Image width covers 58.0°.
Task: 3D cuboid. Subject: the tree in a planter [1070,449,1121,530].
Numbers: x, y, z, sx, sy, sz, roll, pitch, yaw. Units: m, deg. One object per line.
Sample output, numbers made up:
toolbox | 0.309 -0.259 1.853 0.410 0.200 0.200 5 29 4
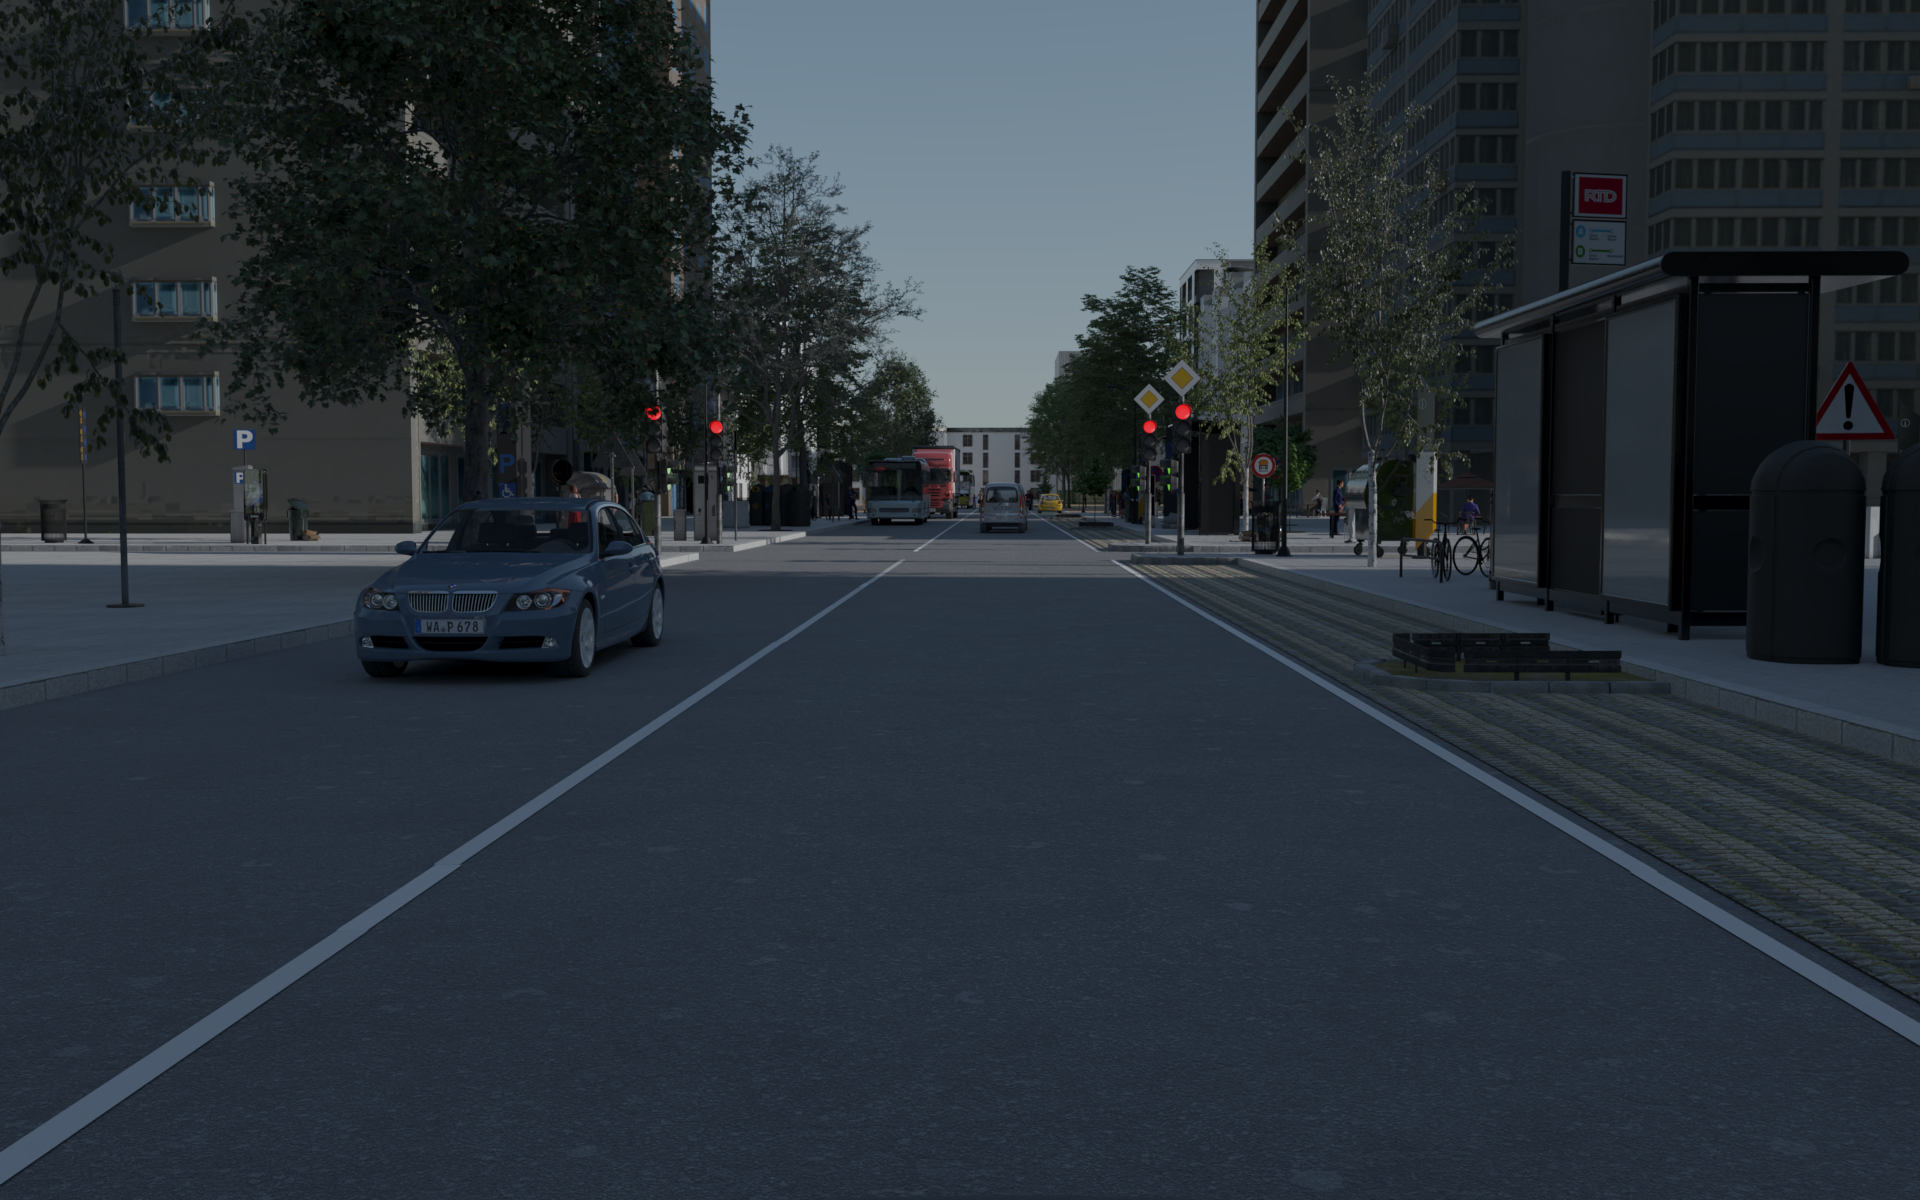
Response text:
tree in a planter | 5.416 -4.413 69.381 1.991 3.239 1.994 0 4 1

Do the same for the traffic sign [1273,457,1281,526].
traffic sign | 10.837 -3.643 59.674 0.768 2.556 0.104 0 4 7

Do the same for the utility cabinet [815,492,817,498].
utility cabinet | -8.545 -6.131 108.922 1.173 1.500 0.318 -1 4 -11

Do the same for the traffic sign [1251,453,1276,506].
traffic sign | 9.506 -3.318 54.351 0.768 2.556 0.104 0 4 3

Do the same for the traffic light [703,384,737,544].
traffic light | -6.170 -3.393 44.404 0.839 4.253 0.868 0 4 1

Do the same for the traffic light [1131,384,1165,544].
traffic light | 4.789 -3.379 44.166 0.839 4.253 0.868 0 4 1

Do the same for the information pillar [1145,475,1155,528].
information pillar | 7.195 -3.736 65.570 0.304 2.012 0.304 -1 4 -19

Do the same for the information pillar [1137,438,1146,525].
information pillar | 7.615 -4.962 72.489 0.183 3.616 0.504 -1 4 -22

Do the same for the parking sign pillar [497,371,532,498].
parking sign pillar | -9.487 -2.960 36.871 1.447 3.967 1.447 0 4 -1

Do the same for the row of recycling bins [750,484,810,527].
row of recycling bins | -7.208 -3.808 69.380 1.069 1.692 3.534 -3 5 -42

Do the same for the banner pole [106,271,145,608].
banner pole | -9.575 -1.821 19.787 0.401 3.779 0.863 -1 4 -22

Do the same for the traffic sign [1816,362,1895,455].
traffic sign | 8.739 -1.046 17.108 0.884 2.594 0.081 0 4 6

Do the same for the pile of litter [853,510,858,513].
pile of litter | -7.600 -6.445 119.336 1.176 0.858 1.719 0 4 7

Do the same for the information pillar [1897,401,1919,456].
information pillar | 23.708 -3.181 43.360 0.504 3.616 0.183 1 4 17

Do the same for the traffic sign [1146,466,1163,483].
traffic sign | 8.693 -4.728 77.401 0.768 2.556 0.104 1 4 10

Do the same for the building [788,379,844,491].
building | -31.419 -21.792 222.760 31.486 18.905 16.747 0 4 1

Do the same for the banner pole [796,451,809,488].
banner pole | -8.070 -5.992 87.990 0.863 3.779 0.401 -1 4 -14

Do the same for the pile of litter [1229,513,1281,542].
pile of litter | 8.029 -1.999 46.655 1.719 0.858 1.176 -1 4 -9

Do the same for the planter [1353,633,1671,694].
planter | 4.106 0.477 13.344 1.991 0.319 1.994 0 4 1

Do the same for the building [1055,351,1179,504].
building | 28.137 -21.751 222.082 31.486 18.905 16.747 0 4 1

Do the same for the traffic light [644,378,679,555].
traffic light | -6.355 -2.905 36.421 0.839 4.253 0.868 0 4 1

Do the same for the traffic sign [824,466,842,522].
traffic sign | -5.787 -4.819 78.796 0.884 2.594 0.081 1 4 8

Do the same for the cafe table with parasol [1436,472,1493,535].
cafe table with parasol | 15.926 -3.033 54.448 2.610 1.966 2.610 -1 4 -20

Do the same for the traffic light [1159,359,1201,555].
traffic light | 4.603 -2.891 36.183 0.839 4.253 0.868 0 4 1

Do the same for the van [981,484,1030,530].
van | 1.853 -3.846 69.887 2.013 2.044 4.112 0 3 0

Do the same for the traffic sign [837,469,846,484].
traffic sign | -6.301 -5.518 89.948 0.795 2.593 0.064 1 4 11

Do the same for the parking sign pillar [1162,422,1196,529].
parking sign pillar | 8.214 -4.624 64.076 1.447 3.967 1.447 2 4 23

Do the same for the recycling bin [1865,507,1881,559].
recycling bin | 18.074 -1.357 34.740 0.722 1.027 0.722 -2 4 -34

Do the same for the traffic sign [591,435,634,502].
traffic sign | -6.979 -2.127 34.787 0.884 2.594 0.081 0 4 7

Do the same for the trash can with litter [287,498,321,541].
trash can with litter | -17.943 -2.207 47.476 1.055 1.170 0.624 2 4 31

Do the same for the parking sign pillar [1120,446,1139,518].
parking sign pillar | 9.369 -6.419 93.430 1.447 3.967 1.447 2 4 31

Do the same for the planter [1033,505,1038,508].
planter | 7.821 -9.288 173.003 1.991 0.319 1.994 0 4 1

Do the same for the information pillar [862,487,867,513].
information pillar | -6.358 -7.566 115.058 0.183 3.616 0.504 -2 4 -26

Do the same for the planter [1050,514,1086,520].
planter | 6.053 -4.658 97.290 1.991 0.319 1.994 0 4 1

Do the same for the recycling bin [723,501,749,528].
recycling bin | -8.414 -3.211 65.052 0.722 1.027 0.722 2 4 33

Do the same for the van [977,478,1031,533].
van | 1.626 -3.527 64.679 2.013 2.044 4.112 0 4 3

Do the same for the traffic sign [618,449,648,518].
traffic sign | -9.455 -3.061 50.051 0.884 2.594 0.081 1 4 9

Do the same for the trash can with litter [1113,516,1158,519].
trash can with litter | 9.060 -4.808 89.667 2.233 1.210 1.678 1 4 15

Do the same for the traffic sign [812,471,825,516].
traffic sign | -7.711 -5.739 93.937 0.768 2.556 0.104 1 4 9

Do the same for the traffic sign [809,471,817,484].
traffic sign | -7.730 -5.407 88.405 0.884 2.594 0.081 0 4 3

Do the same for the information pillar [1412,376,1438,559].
information pillar | 9.192 -2.618 34.151 0.183 3.616 0.504 -2 4 -29

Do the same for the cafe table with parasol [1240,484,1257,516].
cafe table with parasol | 16.252 -5.969 102.457 2.610 1.966 2.610 1 4 11

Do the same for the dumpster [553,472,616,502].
dumpster | -9.803 -2.416 45.257 1.264 1.857 1.865 0 4 1

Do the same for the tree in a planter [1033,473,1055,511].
tree in a planter | 7.191 -9.098 145.977 1.991 3.239 1.994 0 4 1

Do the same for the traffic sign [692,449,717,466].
traffic sign | -7.201 -2.993 49.046 0.768 2.556 0.104 0 4 5

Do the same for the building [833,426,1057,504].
building | -1.723 -16.942 219.154 28.070 9.664 9.099 0 4 1

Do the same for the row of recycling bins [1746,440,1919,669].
row of recycling bins | 7.771 -0.348 12.808 3.534 1.692 1.069 1 4 23

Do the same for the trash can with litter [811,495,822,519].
trash can with litter | -7.865 -4.910 91.340 1.678 1.210 2.233 0 4 6

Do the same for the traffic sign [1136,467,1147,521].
traffic sign | 8.662 -4.981 81.540 0.768 2.556 0.104 0 4 5

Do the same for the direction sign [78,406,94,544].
direction sign | -22.613 -3.223 44.698 0.379 3.537 0.876 -1 4 -17

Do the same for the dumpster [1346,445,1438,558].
dumpster | 8.855 -2.022 35.558 1.502 2.255 1.985 0 4 1
